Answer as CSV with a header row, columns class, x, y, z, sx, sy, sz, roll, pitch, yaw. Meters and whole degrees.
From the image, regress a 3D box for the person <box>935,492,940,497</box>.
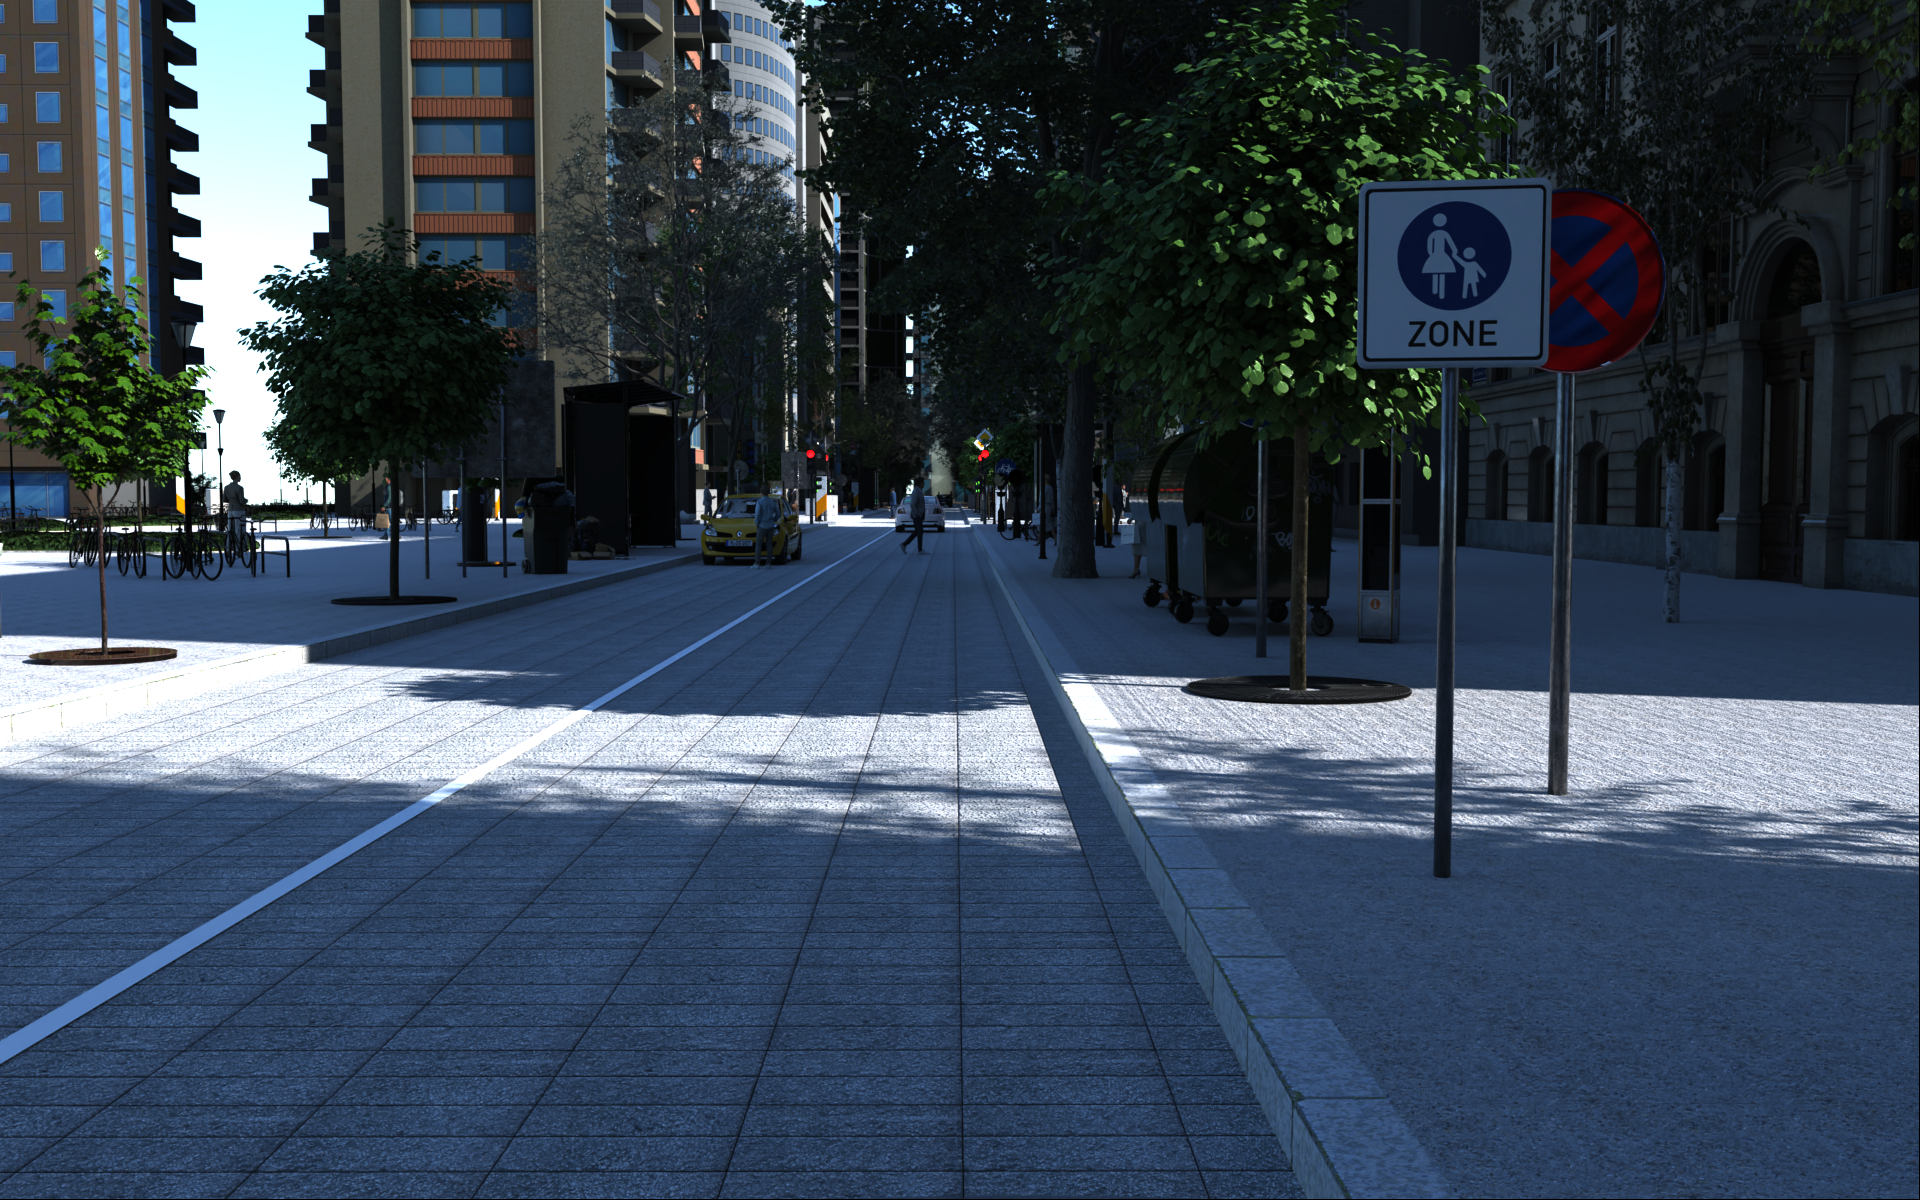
class,x,y,z,sx,sy,sz,roll,pitch,yaw
person,-2.877,-13.598,231.544,1.217,1.736,0.721,2,4,30

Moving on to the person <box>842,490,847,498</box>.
class,x,y,z,sx,sy,sz,roll,pitch,yaw
person,-12.322,-10.683,181.431,0.721,1.735,1.217,3,5,41

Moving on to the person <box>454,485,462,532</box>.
class,x,y,z,sx,sy,sz,roll,pitch,yaw
person,-16.799,-3.189,58.456,0.793,1.790,0.793,1,4,18

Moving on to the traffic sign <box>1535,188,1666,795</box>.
class,x,y,z,sx,sy,sz,roll,pitch,yaw
traffic sign,2.557,-0.442,7.333,0.768,2.556,0.104,0,4,5

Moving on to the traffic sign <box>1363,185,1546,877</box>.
class,x,y,z,sx,sy,sz,roll,pitch,yaw
traffic sign,1.617,-0.221,5.743,0.606,2.300,0.079,1,4,9

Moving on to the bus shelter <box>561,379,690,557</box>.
class,x,y,z,sx,sy,sz,roll,pitch,yaw
bus shelter,-7.318,-2.886,38.472,1.731,3.624,6.357,0,4,0

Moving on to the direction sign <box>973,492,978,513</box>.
class,x,y,z,sx,sy,sz,roll,pitch,yaw
direction sign,1.084,-7.777,119.142,0.379,3.537,0.876,-3,4,-38

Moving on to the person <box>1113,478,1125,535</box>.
class,x,y,z,sx,sy,sz,roll,pitch,yaw
person,4.973,-2.968,54.674,0.391,1.810,0.635,2,4,24

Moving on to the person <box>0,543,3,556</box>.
class,x,y,z,sx,sy,sz,roll,pitch,yaw
person,-19.769,-1.738,35.218,0.760,1.731,0.466,1,4,12

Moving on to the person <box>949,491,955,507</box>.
class,x,y,z,sx,sy,sz,roll,pitch,yaw
person,-1.011,-10.942,188.124,1.217,1.735,0.721,2,4,29

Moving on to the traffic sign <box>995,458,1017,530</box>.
class,x,y,z,sx,sy,sz,roll,pitch,yaw
traffic sign,1.641,-3.783,61.954,0.768,2.556,0.104,0,4,2

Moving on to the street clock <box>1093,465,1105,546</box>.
class,x,y,z,sx,sy,sz,roll,pitch,yaw
street clock,3.470,-2.338,42.803,0.471,2.002,0.358,2,4,30

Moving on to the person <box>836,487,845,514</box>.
class,x,y,z,sx,sy,sz,roll,pitch,yaw
person,-7.925,-6.559,113.685,0.661,1.777,0.834,-3,4,-36

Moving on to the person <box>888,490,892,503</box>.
class,x,y,z,sx,sy,sz,roll,pitch,yaw
person,-7.252,-10.637,180.680,0.721,1.736,1.217,-2,4,-27

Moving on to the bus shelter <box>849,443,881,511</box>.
class,x,y,z,sx,sy,sz,roll,pitch,yaw
bus shelter,-7.570,-9.798,137.837,2.179,5.291,8.768,0,3,0

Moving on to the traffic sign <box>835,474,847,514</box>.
class,x,y,z,sx,sy,sz,roll,pitch,yaw
traffic sign,-7.707,-6.874,112.498,0.768,2.556,0.104,0,4,1

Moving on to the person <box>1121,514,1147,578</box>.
class,x,y,z,sx,sy,sz,roll,pitch,yaw
person,2.810,-1.205,26.098,0.694,1.780,0.624,-2,4,-23

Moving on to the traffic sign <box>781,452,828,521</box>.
class,x,y,z,sx,sy,sz,roll,pitch,yaw
traffic sign,-7.495,-5.491,83.643,2.265,3.308,0.079,0,4,2

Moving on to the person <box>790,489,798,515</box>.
class,x,y,z,sx,sy,sz,roll,pitch,yaw
person,-9.844,-5.951,103.299,0.822,1.834,0.622,-3,5,-44

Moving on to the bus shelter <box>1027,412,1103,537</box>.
class,x,y,z,sx,sy,sz,roll,pitch,yaw
bus shelter,3.303,-4.753,55.337,2.179,5.291,8.768,0,3,0

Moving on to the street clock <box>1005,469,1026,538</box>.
class,x,y,z,sx,sy,sz,roll,pitch,yaw
street clock,1.658,-2.800,50.347,0.471,2.002,0.358,1,4,21

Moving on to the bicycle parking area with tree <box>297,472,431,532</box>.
class,x,y,z,sx,sy,sz,roll,pitch,yaw
bicycle parking area with tree,-22.951,-4.474,60.159,8.231,4.147,9.016,-2,4,-24

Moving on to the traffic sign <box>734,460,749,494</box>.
class,x,y,z,sx,sy,sz,roll,pitch,yaw
traffic sign,-8.331,-3.977,65.125,0.768,2.556,0.104,0,4,3

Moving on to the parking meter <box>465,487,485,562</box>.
class,x,y,z,sx,sy,sz,roll,pitch,yaw
parking meter,-9.227,-1.499,32.922,0.372,1.533,0.369,0,3,0

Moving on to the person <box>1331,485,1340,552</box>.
class,x,y,z,sx,sy,sz,roll,pitch,yaw
person,8.292,-1.980,38.682,0.520,1.790,0.573,3,4,38

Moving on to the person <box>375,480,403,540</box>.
class,x,y,z,sx,sy,sz,roll,pitch,yaw
person,-15.498,-2.504,46.975,0.713,1.824,0.794,0,4,1

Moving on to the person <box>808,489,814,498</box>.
class,x,y,z,sx,sy,sz,roll,pitch,yaw
person,-12.256,-8.284,142.030,0.519,1.759,0.362,-1,4,-14

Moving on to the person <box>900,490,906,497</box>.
class,x,y,z,sx,sy,sz,roll,pitch,yaw
person,-7.660,-13.955,234.201,1.348,1.824,0.705,-1,4,-12

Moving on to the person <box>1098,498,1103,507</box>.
class,x,y,z,sx,sy,sz,roll,pitch,yaw
person,9.613,-6.760,119.160,0.523,1.515,0.503,-1,4,-22

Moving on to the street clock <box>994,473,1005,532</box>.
class,x,y,z,sx,sy,sz,roll,pitch,yaw
street clock,1.397,-3.317,58.808,0.471,2.002,0.358,3,4,36

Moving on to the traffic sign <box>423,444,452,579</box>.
class,x,y,z,sx,sy,sz,roll,pitch,yaw
traffic sign,-8.075,-1.601,26.183,0.884,2.594,0.081,0,4,3

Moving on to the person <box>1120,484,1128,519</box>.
class,x,y,z,sx,sy,sz,roll,pitch,yaw
person,8.381,-5.057,88.898,0.466,1.800,0.511,2,4,27

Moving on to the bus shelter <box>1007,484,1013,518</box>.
class,x,y,z,sx,sy,sz,roll,pitch,yaw
bus shelter,2.844,-6.413,96.130,1.731,3.624,6.357,0,3,0

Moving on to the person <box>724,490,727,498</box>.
class,x,y,z,sx,sy,sz,roll,pitch,yaw
person,-12.402,-5.231,91.849,0.573,1.790,0.520,2,4,25

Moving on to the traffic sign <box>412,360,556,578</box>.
class,x,y,z,sx,sy,sz,roll,pitch,yaw
traffic sign,-7.295,-1.995,26.494,2.265,3.308,0.079,0,4,5

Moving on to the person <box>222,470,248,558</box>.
class,x,y,z,sx,sy,sz,roll,pitch,yaw
person,-14.484,-1.720,34.719,0.519,1.759,0.362,1,4,19

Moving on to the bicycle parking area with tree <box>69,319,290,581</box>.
class,x,y,z,sx,sy,sz,roll,pitch,yaw
bicycle parking area with tree,-14.881,-2.448,27.028,8.231,4.147,9.016,-1,4,-20

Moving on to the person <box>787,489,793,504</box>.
class,x,y,z,sx,sy,sz,roll,pitch,yaw
person,-14.197,-8.526,145.536,0.679,1.850,0.850,-1,4,-16

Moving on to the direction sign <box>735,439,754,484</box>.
class,x,y,z,sx,sy,sz,roll,pitch,yaw
direction sign,-8.899,-4.855,71.369,0.876,3.537,0.379,-1,4,-20

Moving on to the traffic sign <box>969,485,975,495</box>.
class,x,y,z,sx,sy,sz,roll,pitch,yaw
traffic sign,1.060,-9.243,151.129,0.884,2.594,0.081,0,4,3

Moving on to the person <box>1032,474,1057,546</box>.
class,x,y,z,sx,sy,sz,roll,pitch,yaw
person,2.141,-2.229,42.833,0.624,1.780,0.694,3,5,41

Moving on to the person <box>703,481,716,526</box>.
class,x,y,z,sx,sy,sz,roll,pitch,yaw
person,-10.138,-3.910,70.173,0.583,1.804,0.606,0,4,-6

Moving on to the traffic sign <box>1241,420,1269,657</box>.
class,x,y,z,sx,sy,sz,roll,pitch,yaw
traffic sign,2.372,-0.823,13.555,0.768,2.556,0.104,1,4,9

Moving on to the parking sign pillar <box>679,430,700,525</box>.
class,x,y,z,sx,sy,sz,roll,pitch,yaw
parking sign pillar,-11.732,-5.186,73.261,1.447,3.967,1.447,3,5,43
